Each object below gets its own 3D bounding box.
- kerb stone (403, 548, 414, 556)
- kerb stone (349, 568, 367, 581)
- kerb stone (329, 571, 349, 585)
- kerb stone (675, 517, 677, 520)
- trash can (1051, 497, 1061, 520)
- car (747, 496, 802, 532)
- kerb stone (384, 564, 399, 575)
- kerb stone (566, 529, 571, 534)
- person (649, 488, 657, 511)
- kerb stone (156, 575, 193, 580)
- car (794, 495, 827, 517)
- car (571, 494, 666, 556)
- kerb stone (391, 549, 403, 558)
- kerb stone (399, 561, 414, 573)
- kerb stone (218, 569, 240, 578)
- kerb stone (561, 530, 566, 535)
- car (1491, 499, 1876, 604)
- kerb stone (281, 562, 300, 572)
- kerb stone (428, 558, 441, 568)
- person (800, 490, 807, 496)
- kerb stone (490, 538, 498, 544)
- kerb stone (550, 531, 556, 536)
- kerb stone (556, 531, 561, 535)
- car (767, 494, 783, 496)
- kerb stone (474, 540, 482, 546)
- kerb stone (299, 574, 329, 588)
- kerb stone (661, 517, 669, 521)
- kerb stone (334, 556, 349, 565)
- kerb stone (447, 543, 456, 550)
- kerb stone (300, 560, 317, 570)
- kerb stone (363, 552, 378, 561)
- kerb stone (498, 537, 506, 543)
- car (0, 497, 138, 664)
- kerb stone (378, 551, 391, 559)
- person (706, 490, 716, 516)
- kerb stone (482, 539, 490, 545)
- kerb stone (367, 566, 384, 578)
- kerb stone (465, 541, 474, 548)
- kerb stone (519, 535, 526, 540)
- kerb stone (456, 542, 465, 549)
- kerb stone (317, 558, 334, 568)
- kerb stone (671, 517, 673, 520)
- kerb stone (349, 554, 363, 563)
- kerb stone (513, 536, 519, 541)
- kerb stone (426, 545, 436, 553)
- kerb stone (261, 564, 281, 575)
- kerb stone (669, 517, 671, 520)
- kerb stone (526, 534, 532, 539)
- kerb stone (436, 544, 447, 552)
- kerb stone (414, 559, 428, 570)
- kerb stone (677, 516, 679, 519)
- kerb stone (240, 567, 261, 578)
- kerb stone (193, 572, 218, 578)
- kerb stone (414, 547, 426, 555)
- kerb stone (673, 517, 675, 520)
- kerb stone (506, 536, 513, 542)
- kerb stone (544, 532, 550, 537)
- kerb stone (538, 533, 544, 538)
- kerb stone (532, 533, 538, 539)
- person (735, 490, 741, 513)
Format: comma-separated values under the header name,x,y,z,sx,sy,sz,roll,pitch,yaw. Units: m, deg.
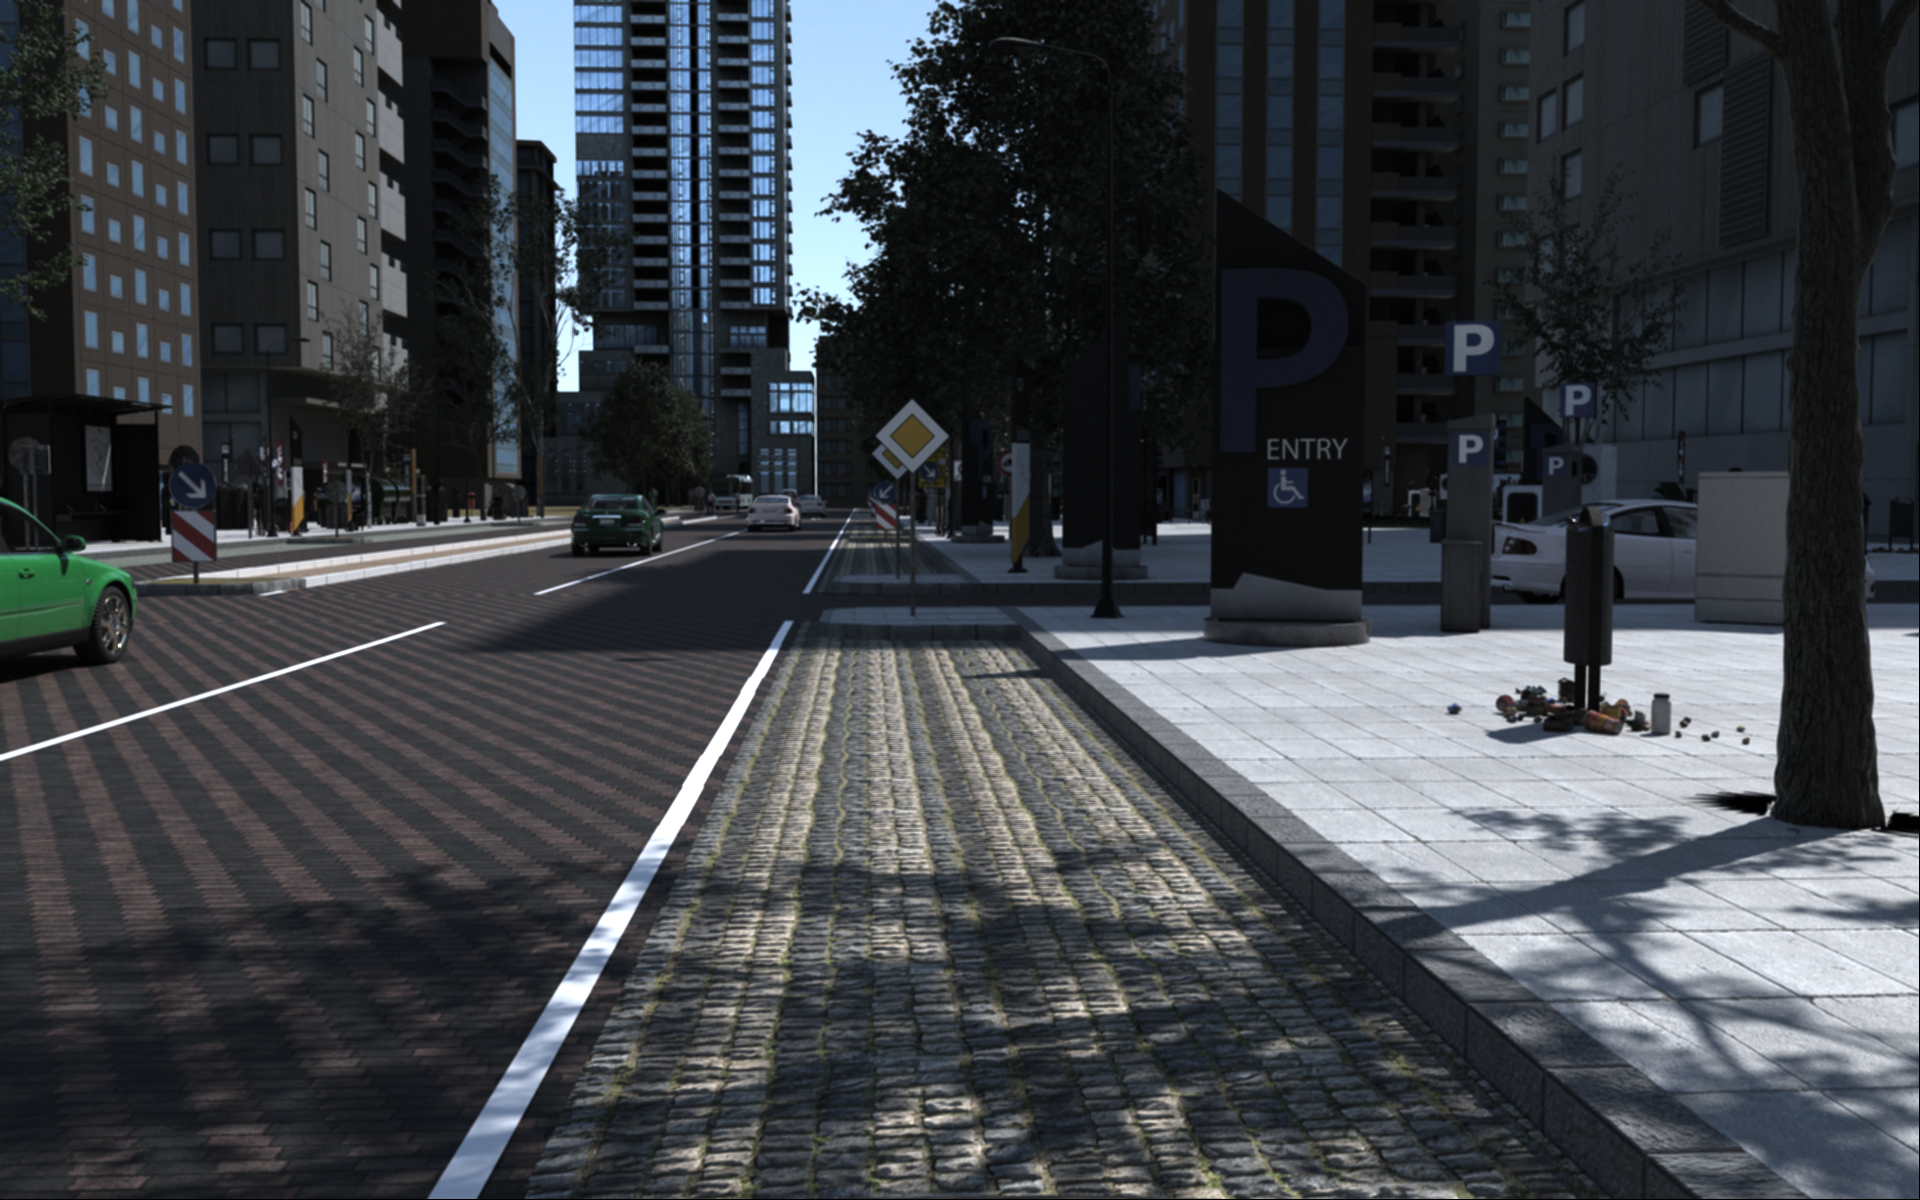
name,x,y,z,sx,sy,sz,roll,pitch,yaw
kerb stone,-12.854,-1.088,39.989,0.120,0.150,1.000,0,4,-3
kerb stone,-10.124,-0.402,28.830,0.120,0.150,1.000,0,4,-3
kerb stone,-10.066,-0.343,27.808,0.120,0.150,1.000,0,4,-3
kerb stone,-15.976,-4.526,96.275,0.120,0.150,1.000,0,4,-3
trash can,4.590,-4.459,84.552,0.748,1.137,0.748,0,3,0
car,-7.184,-3.351,67.143,2.083,1.381,4.827,0,4,-2
kerb stone,-10.242,-0.531,30.870,0.120,0.150,1.000,0,4,-3
kerb stone,-14.043,-2.399,61.480,0.120,0.150,1.000,0,4,-3
person,-17.462,-5.466,98.113,0.529,1.795,0.600,-3,4,-36
kerb stone,-12.111,-0.273,26.675,0.120,0.150,1.000,0,4,-3
car,-9.320,-5.837,107.802,2.083,1.381,4.827,0,4,-3
car,-8.198,-1.822,41.595,2.131,1.459,4.920,0,4,-5
kerb stone,-12.794,-1.026,38.968,0.120,0.150,1.000,0,4,-3
kerb stone,-10.298,-0.583,31.894,0.120,0.150,1.000,0,4,-3
kerb stone,-12.228,-0.393,28.727,0.120,0.150,1.000,0,4,-3
kerb stone,-13.984,-2.340,60.458,0.120,0.150,1.000,0,4,-3
car,8.860,-0.566,21.610,4.827,1.381,2.083,0,4,-2
kerb stone,-12.393,-0.587,31.794,0.120,0.150,1.000,0,4,-3
kerb stone,-10.403,-0.718,33.943,0.120,0.150,1.000,0,4,-3
person,-15.083,-9.695,167.044,1.348,1.821,0.705,1,4,23
kerb stone,-13.364,-1.649,49.208,0.120,0.150,1.000,0,4,-3
kerb stone,-13.872,-2.209,58.403,0.120,0.150,1.000,0,4,-3
kerb stone,-13.929,-2.278,59.437,0.120,0.150,1.000,0,4,-3
car,-14.871,-7.800,139.332,2.131,1.459,4.920,0,4,-3
kerb stone,-13.255,-1.527,47.164,0.120,0.150,1.000,0,4,-3
kerb stone,-10.016,-0.281,26.787,0.120,0.150,1.000,0,4,-3
kerb stone,-15.748,-4.280,92.178,0.120,0.150,1.000,0,4,-3
kerb stone,-12.562,-0.775,34.864,0.120,0.150,1.000,0,4,-3
kerb stone,-13.081,-1.339,44.095,0.120,0.150,1.000,0,4,-3
kerb stone,-12.449,-0.650,32.817,0.120,0.150,1.000,0,4,-3
kerb stone,-12.669,-0.901,36.920,0.120,0.150,1.000,0,4,-3
kerb stone,-13.418,-1.715,50.229,0.120,0.150,1.000,0,4,-3
car,-7.954,-0.269,13.196,1.959,1.807,4.718,0,4,-2
kerb stone,-12.732,-0.963,37.948,0.120,0.150,1.000,0,4,-3
person,-16.595,-6.464,115.121,0.436,1.711,0.756,-3,5,-42
kerb stone,-13.310,-1.587,48.184,0.120,0.150,1.000,0,4,-3
kerb stone,-10.178,-0.467,29.850,0.120,0.150,1.000,0,4,-3
kerb stone,-13.195,-1.465,46.140,0.120,0.150,1.000,0,4,-3
kerb stone,-13.587,-1.895,53.291,0.120,0.150,1.000,0,4,-3
kerb stone,-13.136,-1.402,45.120,0.120,0.150,1.000,0,4,-3
kerb stone,-12.505,-0.711,33.837,0.120,0.150,1.000,0,4,-3
kerb stone,-15.864,-4.405,94.223,0.120,0.150,1.000,0,4,-3
kerb stone,-12.624,-0.838,35.899,0.120,0.150,1.000,0,4,-3
kerb stone,-13.538,-1.836,52.270,0.120,0.150,1.000,0,4,-3
kerb stone,-12.965,-1.213,42.041,0.120,0.150,1.000,0,4,-3
kerb stone,-12.344,-0.518,30.768,0.120,0.150,1.000,0,4,-3
kerb stone,-15.802,-4.343,93.203,0.120,0.150,1.000,0,4,-3
kerb stone,-13.648,-1.964,54.311,0.120,0.150,1.000,0,4,-3
kerb stone,-13.013,-1.277,43.075,0.120,0.150,1.000,0,4,-3
kerb stone,-10.354,-0.656,32.922,0.120,0.150,1.000,0,4,-3
kerb stone,-16.027,-4.594,97.299,0.120,0.150,1.000,0,4,-3
kerb stone,-12.279,-0.462,29.747,0.120,0.150,1.000,0,4,-3
kerb stone,-12.164,-0.336,27.706,0.120,0.150,1.000,0,4,-3
kerb stone,-12.901,-1.150,41.016,0.120,0.150,1.000,0,4,-3
kerb stone,-15.926,-4.468,95.244,0.120,0.150,1.000,0,4,-3
kerb stone,-13.473,-1.776,51.250,0.120,0.150,1.000,0,4,-3
kerb stone,-13.818,-2.151,57.382,0.120,0.150,1.000,0,4,-3
kerb stone,-13.760,-2.088,56.361,0.120,0.150,1.000,0,4,-3
kerb stone,-13.704,-2.027,55.333,0.120,0.150,1.000,0,4,-3
person,-16.578,-7.370,129.930,0.436,1.711,0.756,2,4,26
